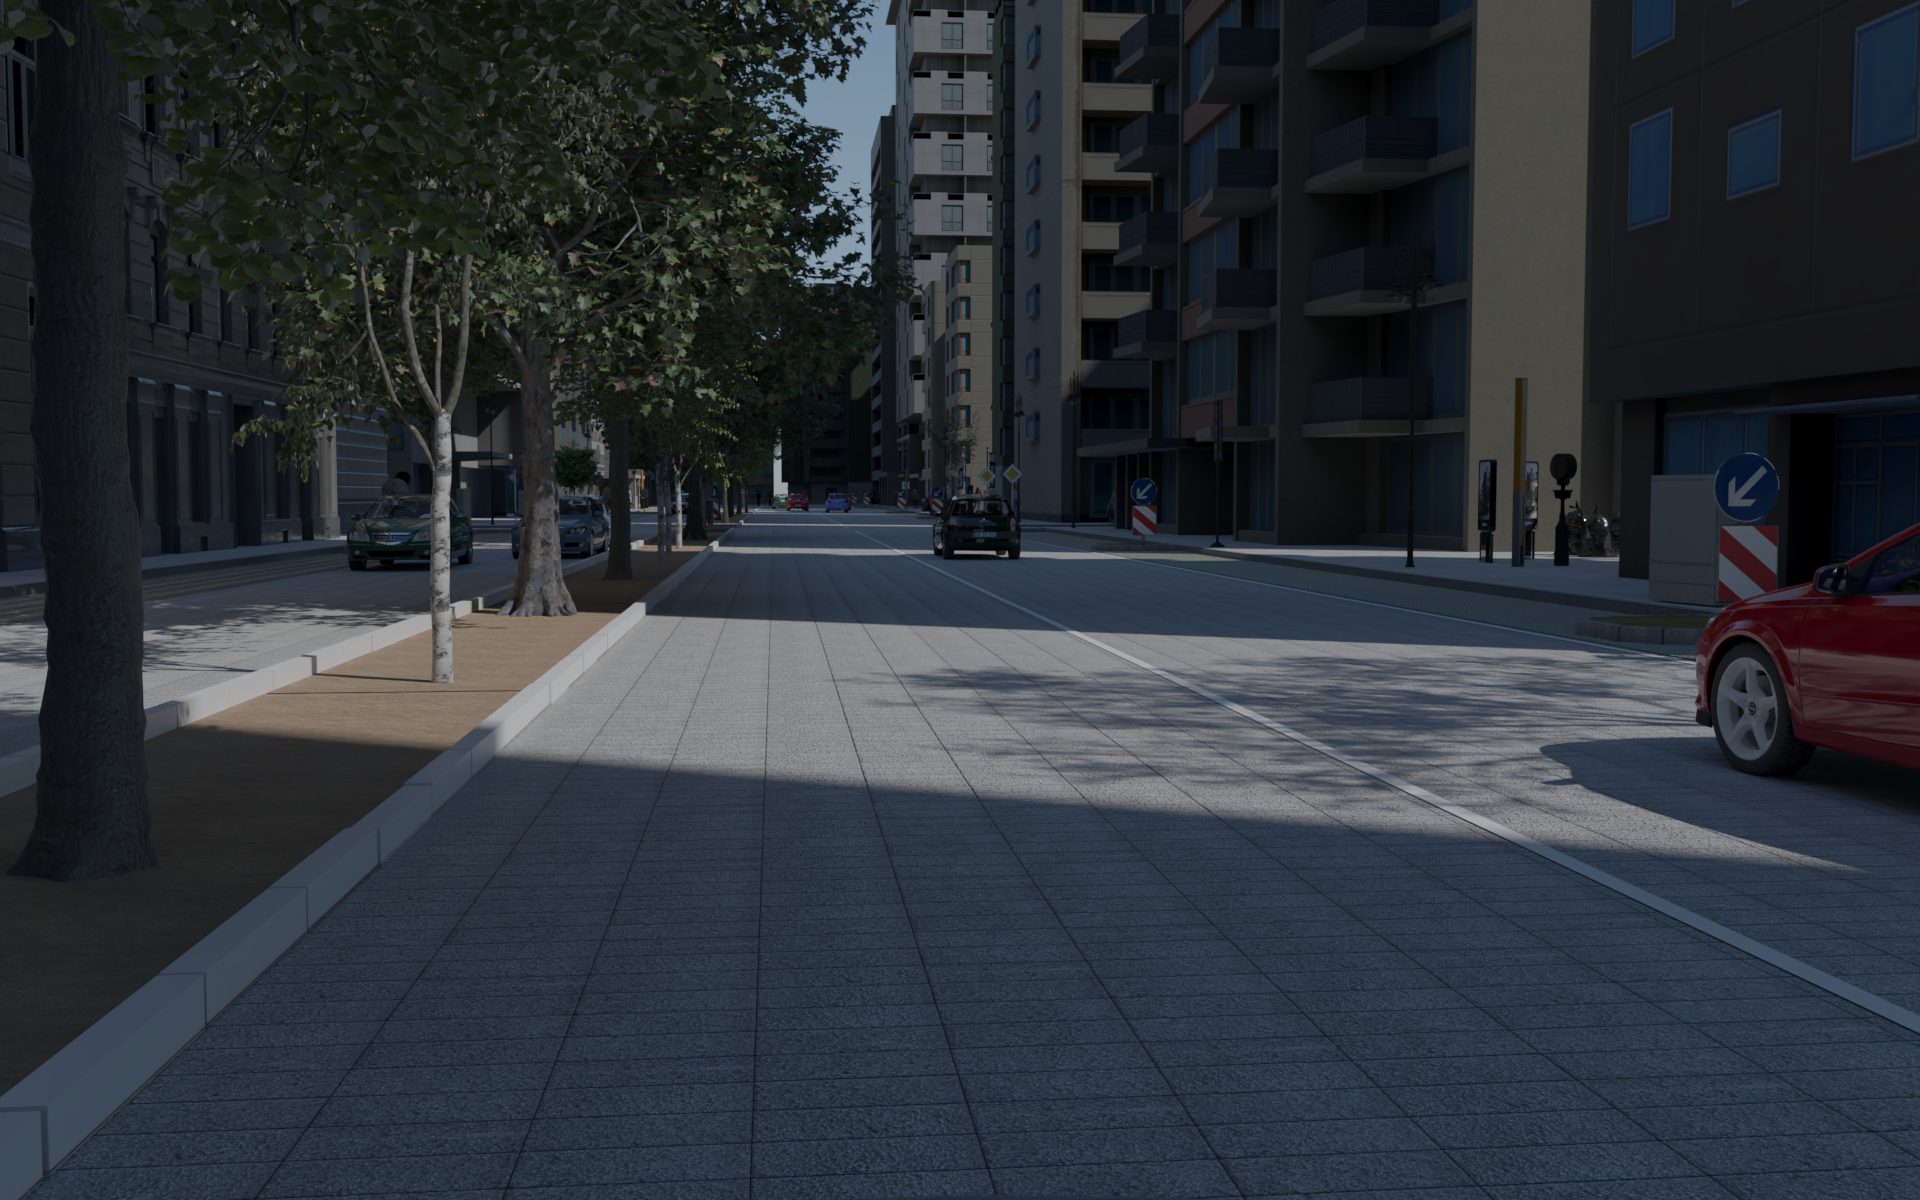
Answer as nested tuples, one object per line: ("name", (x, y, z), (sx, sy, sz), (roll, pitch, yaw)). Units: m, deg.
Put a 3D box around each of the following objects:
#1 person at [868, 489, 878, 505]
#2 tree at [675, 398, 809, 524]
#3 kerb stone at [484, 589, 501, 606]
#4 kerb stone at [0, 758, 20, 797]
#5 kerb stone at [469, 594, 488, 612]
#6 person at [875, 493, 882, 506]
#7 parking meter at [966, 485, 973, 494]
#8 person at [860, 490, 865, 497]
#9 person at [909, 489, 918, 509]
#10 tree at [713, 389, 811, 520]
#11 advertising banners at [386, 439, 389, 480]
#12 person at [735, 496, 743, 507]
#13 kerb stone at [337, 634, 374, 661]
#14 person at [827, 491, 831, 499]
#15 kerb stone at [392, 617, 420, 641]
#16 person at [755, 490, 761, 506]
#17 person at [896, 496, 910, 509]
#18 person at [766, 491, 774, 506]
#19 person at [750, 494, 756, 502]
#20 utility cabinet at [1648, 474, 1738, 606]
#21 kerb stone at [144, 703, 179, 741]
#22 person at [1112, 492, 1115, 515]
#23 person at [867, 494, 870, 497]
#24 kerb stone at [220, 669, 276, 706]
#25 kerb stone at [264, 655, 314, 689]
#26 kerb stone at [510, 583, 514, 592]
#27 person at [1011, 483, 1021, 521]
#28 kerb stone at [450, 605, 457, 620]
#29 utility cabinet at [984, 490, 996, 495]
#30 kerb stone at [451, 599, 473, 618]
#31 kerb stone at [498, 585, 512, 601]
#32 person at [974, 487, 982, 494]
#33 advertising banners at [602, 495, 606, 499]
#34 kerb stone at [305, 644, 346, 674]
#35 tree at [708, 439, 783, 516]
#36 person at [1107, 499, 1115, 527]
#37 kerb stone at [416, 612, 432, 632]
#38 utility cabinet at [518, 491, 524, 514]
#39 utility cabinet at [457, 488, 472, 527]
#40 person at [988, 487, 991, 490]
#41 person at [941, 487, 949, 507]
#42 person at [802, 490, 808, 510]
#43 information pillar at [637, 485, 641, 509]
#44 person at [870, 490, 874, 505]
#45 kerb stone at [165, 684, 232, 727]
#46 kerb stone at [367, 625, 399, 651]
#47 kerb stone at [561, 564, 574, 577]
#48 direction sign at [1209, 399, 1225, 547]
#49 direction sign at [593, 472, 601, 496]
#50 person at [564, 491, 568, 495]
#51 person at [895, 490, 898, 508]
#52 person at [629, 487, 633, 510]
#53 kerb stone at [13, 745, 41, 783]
("person", (-10.194, -12.159, 204.810), (1.348, 1.831, 0.705), (-1, 4, -16))
("tree", (-11.341, -8.991, 83.878), (8.767, 10.594, 7.601), (0, 4, -6))
("kerb stone", (-6.071, -0.003, 22.247), (0.120, 0.150, 1.000), (0, 4, -6))
("kerb stone", (-4.547, 0.871, 7.971), (0.120, 0.150, 1.000), (0, 4, -6))
("kerb stone", (-5.960, 0.059, 21.225), (0.120, 0.150, 1.000), (0, 4, -6))
("person", (-9.009, -11.168, 191.893), (1.065, 1.426, 0.557), (-2, 4, -27))
("parking meter", (0.625, -6.331, 109.230), (0.399, 1.863, 0.255), (-1, 4, -13))
("person", (-12.442, -13.397, 225.091), (1.348, 1.823, 0.705), (-2, 4, -23))
("person", (-4.069, -8.868, 151.562), (0.750, 1.759, 0.617), (-2, 4, -28))
("tree", (-13.108, -11.053, 93.543), (12.009, 13.543, 11.850), (0, 3, 0))
("advertising banners", (-18.528, -3.683, 56.403), (0.090, 3.025, 2.074), (-1, 4, -12))
("person", (-24.464, -11.330, 193.880), (1.348, 1.807, 0.705), (0, 4, -6))
("kerb stone", (-5.317, 0.434, 15.109), (0.120, 0.150, 1.000), (0, 4, -6))
("person", (-14.181, -10.845, 186.534), (0.721, 1.743, 1.217), (-1, 4, -12))
("kerb stone", (-5.534, 0.309, 17.144), (0.120, 0.150, 1.000), (0, 4, -6))
("person", (-23.497, -11.832, 201.582), (0.705, 1.869, 1.348), (2, 4, 28))
("person", (-5.044, -8.959, 153.246), (1.217, 1.735, 0.721), (1, 4, 9))
("person", (-22.163, -11.862, 202.373), (1.348, 1.831, 0.705), (2, 4, 32))
("person", (-26.307, -12.732, 219.890), (0.991, 1.433, 0.599), (2, 4, 26))
("utility cabinet", (8.524, -0.700, 20.127), (0.318, 1.500, 1.173), (-1, 4, -14))
("kerb stone", (-4.767, 0.745, 10.020), (0.120, 0.150, 1.000), (0, 4, -6))
("person", (6.536, -3.804, 70.802), (0.694, 1.812, 0.767), (3, 5, 44))
("person", (-11.707, -13.025, 219.528), (1.217, 1.766, 0.721), (2, 4, 33))
("kerb stone", (-4.986, 0.620, 12.053), (0.120, 0.150, 1.000), (0, 4, -6))
("kerb stone", (-5.094, 0.558, 13.070), (0.120, 0.150, 1.000), (0, 4, -6))
("kerb stone", (-6.292, -0.128, 24.285), (0.120, 0.150, 1.000), (0, 4, -6))
("person", (2.642, -4.645, 81.990), (0.555, 1.821, 0.388), (-3, 5, -43))
("kerb stone", (-5.753, 0.186, 19.188), (0.120, 0.150, 1.000), (0, 4, -6))
("utility cabinet", (1.481, -4.802, 87.188), (0.318, 1.500, 1.173), (-1, 4, -16))
("kerb stone", (-5.865, 0.122, 20.207), (0.120, 0.150, 1.000), (0, 4, -6))
("kerb stone", (-6.189, -0.065, 23.262), (0.120, 0.150, 1.000), (0, 4, -6))
("person", (1.122, -6.757, 117.109), (0.593, 1.750, 0.643), (-2, 4, -26))
("advertising banners", (-28.691, -9.003, 143.380), (2.074, 3.025, 0.090), (0, 4, 5))
("kerb stone", (-5.203, 0.496, 14.089), (0.120, 0.150, 1.000), (0, 4, -6))
("tree", (-14.765, -11.262, 112.348), (9.928, 11.665, 9.643), (0, 3, 0))
("person", (6.322, -3.624, 72.421), (0.362, 1.253, 0.373), (0, 4, -2))
("kerb stone", (-5.644, 0.248, 18.160), (0.120, 0.150, 1.000), (0, 4, -6))
("utility cabinet", (-27.652, -6.260, 111.032), (1.173, 1.500, 0.318), (-2, 4, -25))
("utility cabinet", (-18.124, -3.338, 63.258), (0.318, 1.500, 1.173), (-2, 4, -26))
("person", (1.950, -6.730, 116.173), (0.635, 1.810, 0.391), (0, 4, -3))
("person", (-0.953, -6.753, 116.629), (0.709, 1.800, 0.728), (-1, 4, -23))
("person", (-13.724, -8.815, 152.639), (0.705, 1.822, 1.348), (2, 4, 33))
("information pillar", (-27.008, -8.661, 146.105), (0.304, 2.012, 0.304), (-3, 5, -40))
("person", (-10.078, -11.778, 198.705), (0.705, 1.812, 1.348), (1, 4, 10))
("kerb stone", (-4.874, 0.683, 11.036), (0.120, 0.150, 1.000), (0, 4, -6))
("kerb stone", (-5.416, 0.371, 16.129), (0.120, 0.150, 1.000), (0, 4, -6))
("kerb stone", (-6.947, -0.502, 30.399), (0.120, 0.150, 1.000), (0, 4, -6))
("direction sign", (6.231, -3.048, 41.831), (0.379, 3.537, 0.876), (0, 4, -3))
("direction sign", (-30.294, -9.309, 144.199), (0.876, 3.537, 0.379), (0, 4, 8))
("person", (-25.063, -6.210, 110.176), (0.523, 1.515, 0.503), (-2, 4, -24))
("person", (-5.809, -9.267, 159.020), (0.415, 1.643, 0.593), (1, 4, 12))
("person", (-26.186, -8.035, 137.516), (0.778, 1.811, 0.616), (3, 4, 38))
("kerb stone", (-4.665, 0.808, 8.989), (0.120, 0.150, 1.000), (0, 4, -6))
